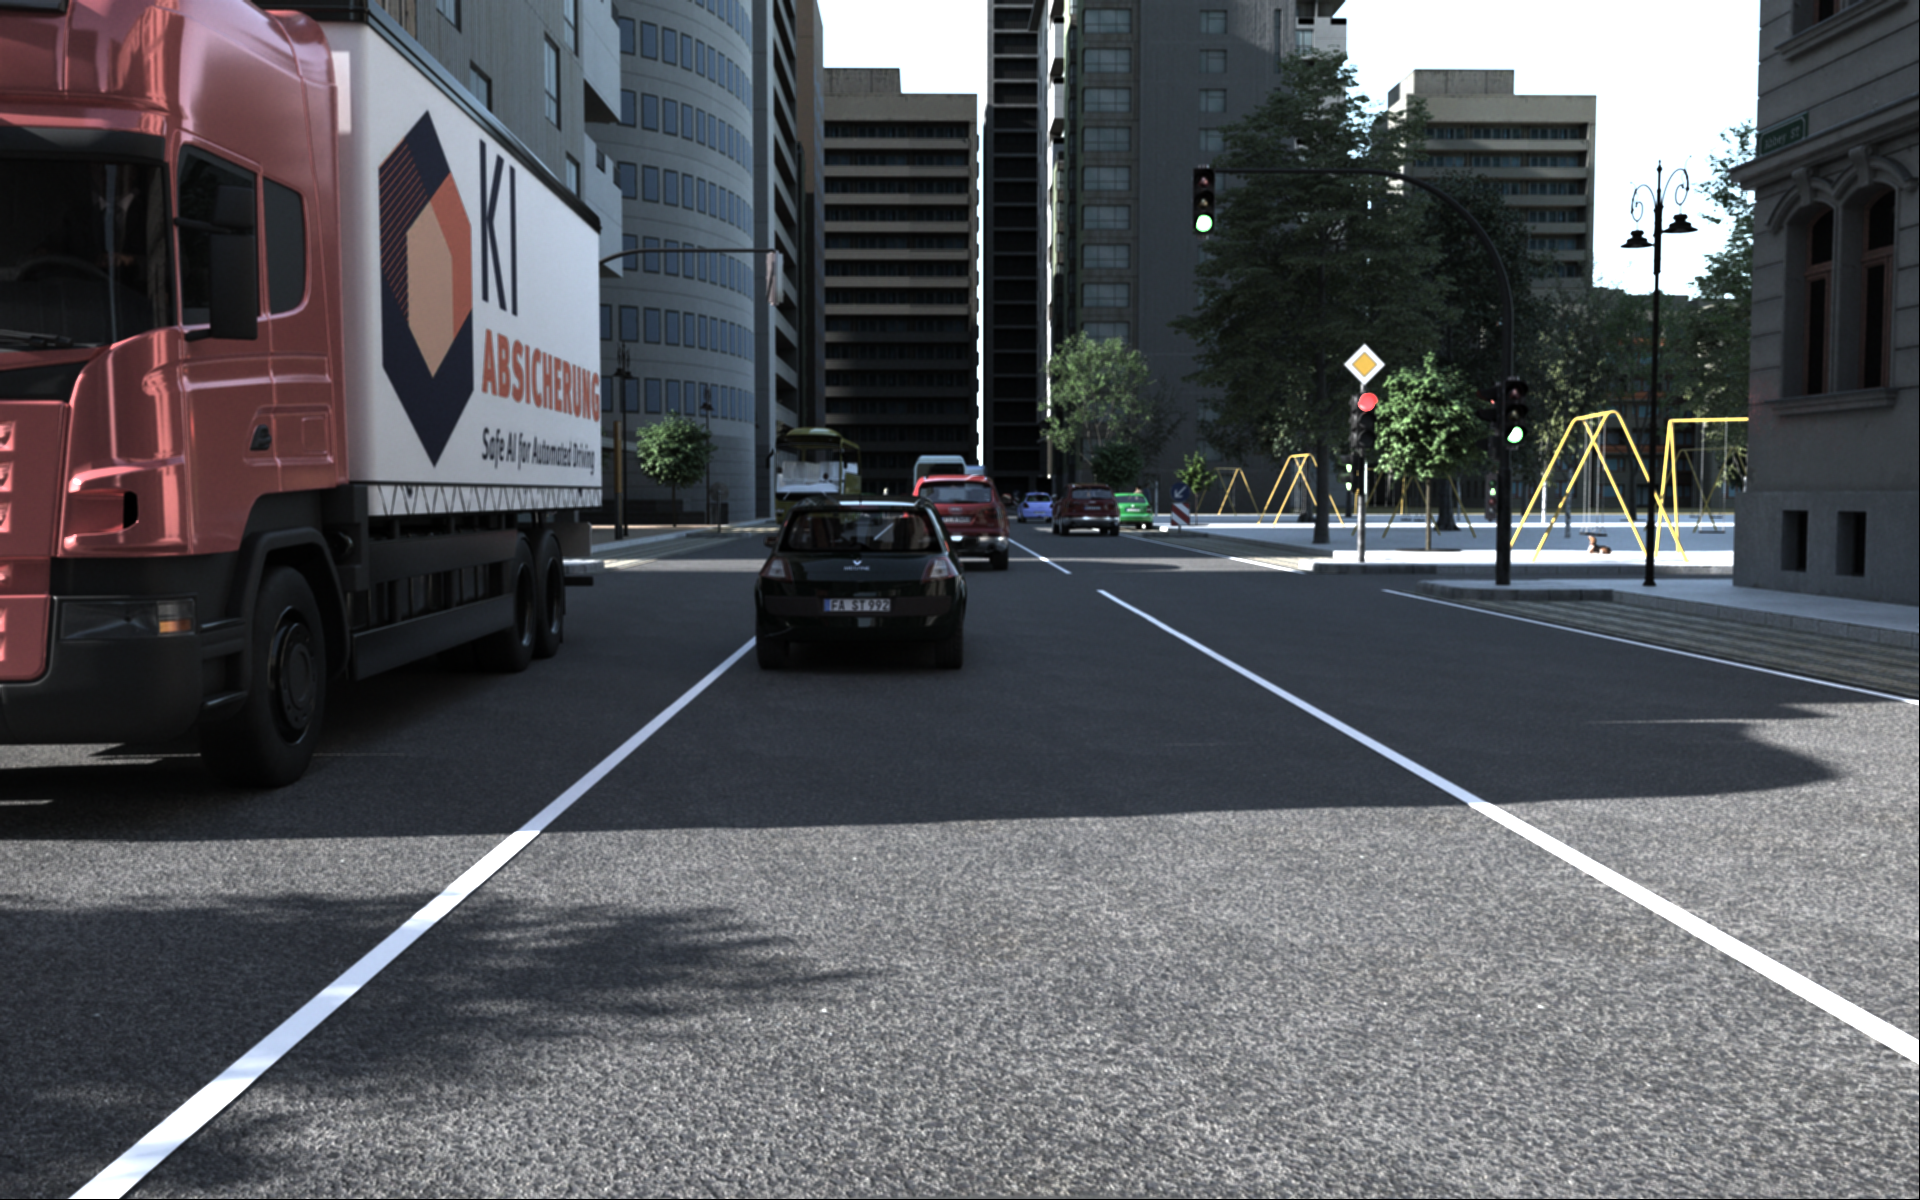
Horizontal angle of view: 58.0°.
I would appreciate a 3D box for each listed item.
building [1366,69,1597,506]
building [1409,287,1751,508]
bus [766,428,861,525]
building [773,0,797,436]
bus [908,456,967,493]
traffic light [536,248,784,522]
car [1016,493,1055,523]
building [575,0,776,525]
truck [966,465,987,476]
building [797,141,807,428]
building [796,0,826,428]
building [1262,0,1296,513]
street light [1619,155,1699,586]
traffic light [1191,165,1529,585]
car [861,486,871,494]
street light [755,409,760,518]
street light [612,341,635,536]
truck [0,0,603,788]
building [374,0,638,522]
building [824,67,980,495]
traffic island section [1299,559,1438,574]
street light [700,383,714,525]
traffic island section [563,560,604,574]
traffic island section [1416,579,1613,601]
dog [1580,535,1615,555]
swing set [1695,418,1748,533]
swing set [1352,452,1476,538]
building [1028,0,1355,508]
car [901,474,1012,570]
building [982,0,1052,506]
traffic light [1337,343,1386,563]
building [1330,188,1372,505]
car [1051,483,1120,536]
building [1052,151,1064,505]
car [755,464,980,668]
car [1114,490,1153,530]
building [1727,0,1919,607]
[{"bbox_3d":[59.162,-35.344,201.569,21.600,48.544,21.300,0,4,-1],"label":"building"},{"bbox_3d":[62.860,-19.982,171.744,28.899,21.520,27.650,0,4,-1],"label":"building"},{"bbox_3d":[-5.471,-4.664,67.806,2.896,3.916,12.252,0,3,0],"label":"bus"},{"bbox_3d":[-22.461,-30.179,117.123,21.300,48.544,21.600,0,4,-1],"label":"building"},{"bbox_3d":[-1.161,-5.772,89.232,2.948,3.499,13.247,0,4,-2],"label":"bus"},{"bbox_3d":[-5.662,-3.517,32.166,4.771,5.953,1.251,0,4,-1],"label":"traffic light"},{"bbox_3d":[3.800,-4.712,86.638,1.945,1.707,3.694,0,4,-3],"label":"car"},{"bbox_3d":[-20.679,-33.071,82.704,21.231,58.520,28.212,0,4,-1],"label":"building"},{"bbox_3d":[1.359,-10.166,155.976,2.967,4.110,18.799,0,4,0],"label":"truck"},{"bbox_3d":[-19.561,-22.271,135.830,14.160,30.474,14.107,0,4,-1],"label":"building"},{"bbox_3d":[-19.057,-30.581,150.116,14.600,45.320,14.200,0,4,-1],"label":"building"},{"bbox_3d":[14.917,-26.693,120.021,14.154,41.232,14.086,0,4,-1],"label":"building"},{"bbox_3d":[9.656,-3.137,24.078,0.468,5.910,1.993,0,4,-1],"label":"street light"},{"bbox_3d":[5.564,-3.031,24.225,4.771,5.953,1.251,0,4,-1],"label":"traffic light"},{"bbox_3d":[-4.516,-4.341,79.772,1.959,1.807,4.718,0,3,0],"label":"car"},{"bbox_3d":[-10.899,-7.299,92.131,0.468,5.910,1.993,0,4,-1],"label":"street light"},{"bbox_3d":[-10.175,-4.879,52.560,0.468,5.910,1.993,0,4,-1],"label":"street light"},{"bbox_3d":[-4.575,-1.400,11.799,2.839,4.237,11.283,0,4,-2],"label":"truck"},{"bbox_3d":[-24.694,-27.998,47.014,28.713,52.752,27.495,0,4,-1],"label":"building"},{"bbox_3d":[-8.746,-35.302,200.884,21.600,48.544,21.300,0,4,-1],"label":"building"},{"bbox_3d":[7.547,-0.625,32.504,2.009,0.180,2.903,0,4,-1],"label":"traffic island section"},{"bbox_3d":[-10.517,-6.080,72.188,0.468,5.910,1.993,0,4,-1],"label":"street light"},{"bbox_3d":[-7.792,-0.608,32.227,2.009,0.180,2.903,0,4,-1],"label":"traffic island section"},{"bbox_3d":[7.694,-0.137,24.520,2.009,0.180,2.903,0,4,-1],"label":"traffic island section"},{"bbox_3d":[13.621,-1.178,36.994,0.550,0.427,0.748,0,4,-1],"label":"dog"},{"bbox_3d":[16.018,-2.332,35.750,3.119,2.851,2.862,2,4,31],"label":"swing set"},{"bbox_3d":[13.690,-3.336,52.165,2.862,2.851,3.119,0,4,-5],"label":"swing set"},{"bbox_3d":[21.736,-35.479,169.315,28.713,52.752,27.495,0,4,-1],"label":"building"},{"bbox_3d":[-0.094,-1.565,34.253,2.281,1.827,5.304,0,4,0],"label":"car"},{"bbox_3d":[13.097,-46.633,200.708,20.611,71.187,20.563,0,4,-1],"label":"building"},{"bbox_3d":[7.506,-2.659,32.389,0.839,4.253,0.868,0,4,-1],"label":"traffic light"},{"bbox_3d":[35.472,-31.512,207.096,23.993,40.220,32.217,0,4,-1],"label":"building"},{"bbox_3d":[4.389,-3.187,60.775,2.281,1.827,5.304,0,4,-2],"label":"car"},{"bbox_3d":[14.806,-23.068,148.870,14.160,30.474,14.107,0,4,-1],"label":"building"},{"bbox_3d":[-0.820,-0.357,15.622,2.009,1.686,4.222,0,4,0],"label":"car"},{"bbox_3d":[6.709,-3.756,70.202,1.959,1.807,4.718,0,4,-2],"label":"car"},{"bbox_3d":[17.223,-13.760,12.364,14.401,28.519,23.554,0,4,-1],"label":"building"}]
